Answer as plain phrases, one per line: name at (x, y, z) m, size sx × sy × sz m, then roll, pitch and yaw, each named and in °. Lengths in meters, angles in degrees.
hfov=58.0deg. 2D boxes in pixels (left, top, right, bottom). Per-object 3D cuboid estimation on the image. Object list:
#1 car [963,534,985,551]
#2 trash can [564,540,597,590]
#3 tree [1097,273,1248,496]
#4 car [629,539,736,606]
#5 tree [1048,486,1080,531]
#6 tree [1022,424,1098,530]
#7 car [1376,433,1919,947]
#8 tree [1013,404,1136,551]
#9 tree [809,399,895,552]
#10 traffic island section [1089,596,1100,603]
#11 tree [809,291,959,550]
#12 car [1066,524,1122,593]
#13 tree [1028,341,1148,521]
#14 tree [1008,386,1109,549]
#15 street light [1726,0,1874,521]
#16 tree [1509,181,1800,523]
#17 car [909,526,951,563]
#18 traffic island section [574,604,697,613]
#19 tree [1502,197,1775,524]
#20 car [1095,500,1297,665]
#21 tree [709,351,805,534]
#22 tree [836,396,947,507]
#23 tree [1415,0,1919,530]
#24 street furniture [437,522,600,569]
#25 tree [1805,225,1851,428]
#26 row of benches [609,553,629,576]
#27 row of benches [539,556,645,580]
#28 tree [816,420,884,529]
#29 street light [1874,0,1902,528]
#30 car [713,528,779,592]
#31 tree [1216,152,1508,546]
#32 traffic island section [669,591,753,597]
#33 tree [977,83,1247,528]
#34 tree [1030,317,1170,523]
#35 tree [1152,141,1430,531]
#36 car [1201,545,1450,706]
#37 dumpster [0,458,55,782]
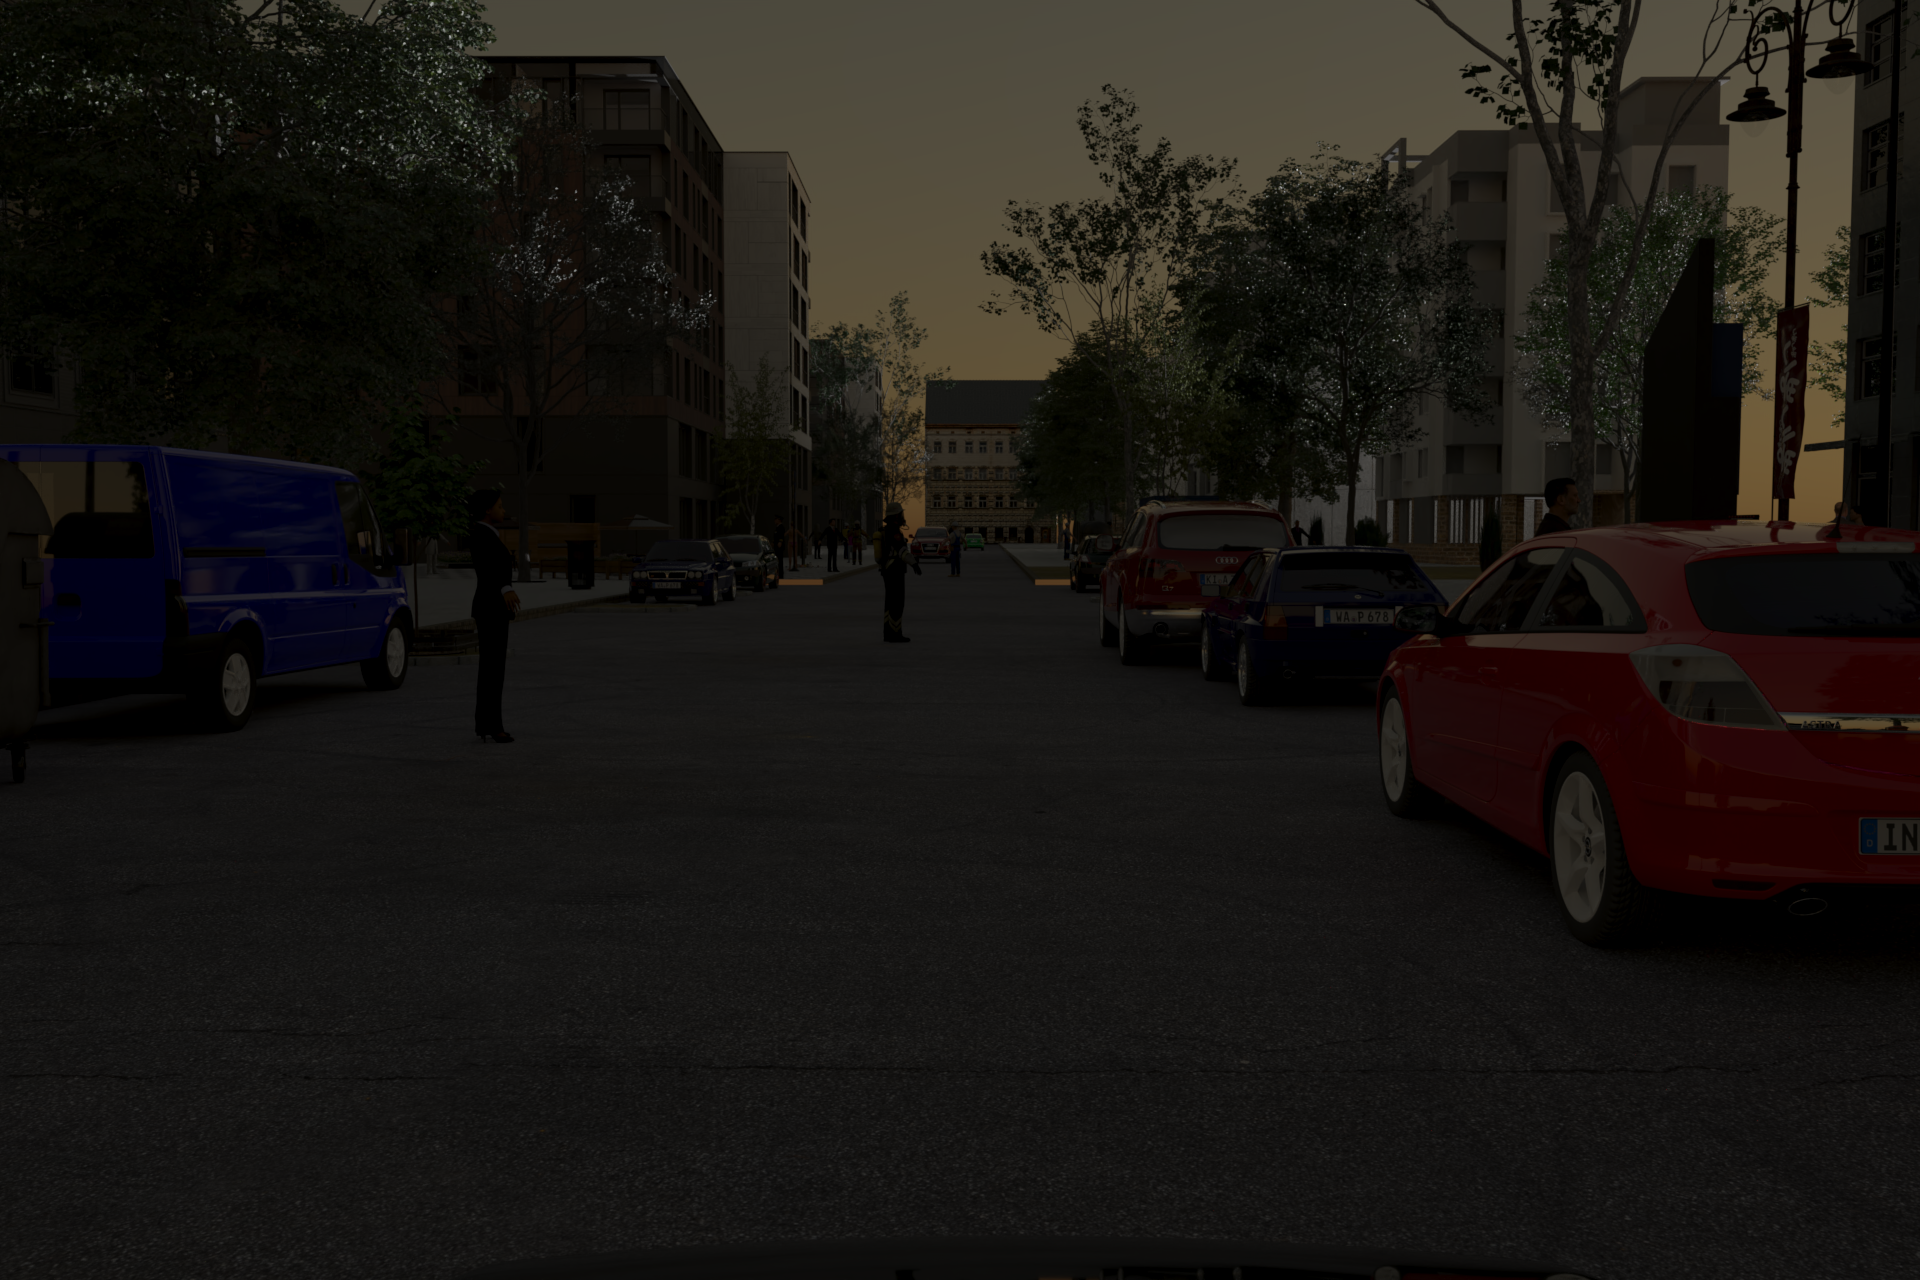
car at (1.171, -8.526, 148.192) m, size 1.959 × 1.807 × 4.718 m, roll 0°, pitch 4°, yaw 1°
trash can at (-8.768, -1.738, 40.072) m, size 0.748 × 1.137 × 0.748 m, roll 0°, pitch 3°, yaw 0°
tree at (6.113, -6.082, 49.807) m, size 4.737 × 8.622 × 4.395 m, roll 0°, pitch 3°, yaw 0°
car at (-5.725, -1.430, 35.953) m, size 1.945 × 1.354 × 3.894 m, roll 0°, pitch 4°, yaw 1°
tree at (8.605, -11.473, 137.938) m, size 4.737 × 8.622 × 4.395 m, roll 0°, pitch 3°, yaw 0°
tree at (8.290, -11.843, 128.043) m, size 8.767 × 10.594 × 7.601 m, roll 3°, pitch 5°, yaw 43°
car at (3.062, 0.096, 7.477) m, size 2.155 × 1.783 × 4.494 m, roll 0°, pitch 4°, yaw 1°
tree at (7.707, -11.126, 116.327) m, size 8.767 × 10.594 × 7.601 m, roll -1°, pitch 4°, yaw -20°
tree at (-7.984, -11.382, 120.501) m, size 7.601 × 10.594 × 8.767 m, roll -3°, pitch 4°, yaw -36°
traffic island section at (3.753, -0.843, 36.649) m, size 1.991 × 0.108 × 1.994 m, roll 0°, pitch 4°, yaw 1°
tree at (-6.810, -17.082, 135.182) m, size 12.611 × 20.169 × 13.585 m, roll 0°, pitch 3°, yaw 0°
car at (3.684, -2.061, 43.477) m, size 2.009 × 1.686 × 4.222 m, roll 0°, pitch 4°, yaw 1°
tree at (7.531, -11.196, 101.176) m, size 7.486 × 12.596 × 7.792 m, roll 0°, pitch 3°, yaw 0°
tree at (8.629, -14.744, 147.722) m, size 9.857 × 13.997 × 8.962 m, roll 0°, pitch 3°, yaw 0°
street light at (6.707, -2.522, 14.015) m, size 0.468 × 5.910 × 1.993 m, roll 0°, pitch 4°, yaw 1°
tree at (20.336, -7.672, 51.198) m, size 9.928 × 11.665 × 9.643 m, roll 0°, pitch 3°, yaw 0°
car at (-1.388, -4.735, 86.090) m, size 2.281 × 1.827 × 5.304 m, roll 0°, pitch 4°, yaw 1°
traffic island section at (-6.012, -0.590, 32.506) m, size 1.991 × 0.108 × 1.994 m, roll 0°, pitch 4°, yaw 2°
tree at (24.591, -9.355, 63.322) m, size 12.009 × 13.543 × 11.850 m, roll 0°, pitch 3°, yaw 0°
car at (2.782, -0.719, 20.433) m, size 2.281 × 1.827 × 5.304 m, roll 0°, pitch 4°, yaw 1°
tree at (-8.438, -7.350, 70.538) m, size 4.737 × 8.622 × 4.395 m, roll 0°, pitch 3°, yaw 0°
tree at (-6.266, -14.859, 153.309) m, size 12.009 × 13.543 × 11.850 m, roll 0°, pitch 3°, yaw 0°
tree at (8.928, -10.360, 25.278) m, size 12.611 × 20.169 × 13.585 m, roll 0°, pitch 3°, yaw 0°
street furniture at (-17.789, -3.773, 68.546) m, size 11.010 × 1.723 × 9.812 m, roll -1°, pitch 4°, yaw -20°
tree at (29.267, -7.697, 51.600) m, size 9.928 × 11.665 × 9.643 m, roll 0°, pitch 3°, yaw 0°
row of benches at (-10.771, -2.391, 54.563) m, size 1.422 × 0.672 × 4.104 m, roll -1°, pitch 4°, yaw -11°
row of benches at (-10.107, -2.048, 48.952) m, size 4.104 × 0.672 × 1.422 m, roll 2°, pitch 4°, yaw 28°
tree at (-7.636, -9.906, 112.333) m, size 4.360 × 8.622 × 3.978 m, roll 0°, pitch 3°, yaw 0°
street light at (7.155, -2.433, 12.321) m, size 1.470 × 5.913 × 1.316 m, roll 0°, pitch 4°, yaw 1°
car at (-5.671, -2.106, 44.223) m, size 2.009 × 1.686 × 4.222 m, roll 0°, pitch 4°, yaw 1°
tree at (9.725, -6.564, 41.731) m, size 7.601 × 10.594 × 8.767 m, roll -2°, pitch 4°, yaw -28°
traffic island section at (-5.887, -1.070, 40.365) m, size 1.991 × 0.108 × 1.994 m, roll 0°, pitch 4°, yaw 2°
tree at (6.383, -13.460, 75.962) m, size 12.611 × 20.169 × 13.585 m, roll 0°, pitch 3°, yaw 0°
tree at (7.390, -10.594, 91.344) m, size 7.486 × 12.596 × 7.792 m, roll 0°, pitch 3°, yaw 0°
tree at (10.855, -9.257, 58.007) m, size 9.857 × 13.997 × 8.962 m, roll 0°, pitch 3°, yaw 0°
car at (3.223, -0.193, 15.742) m, size 1.945 × 1.354 × 3.894 m, roll 0°, pitch 4°, yaw 1°
dumpster at (-6.125, -0.075, 9.435) m, size 1.865 × 1.857 × 1.264 m, roll 0°, pitch 4°, yaw 1°
